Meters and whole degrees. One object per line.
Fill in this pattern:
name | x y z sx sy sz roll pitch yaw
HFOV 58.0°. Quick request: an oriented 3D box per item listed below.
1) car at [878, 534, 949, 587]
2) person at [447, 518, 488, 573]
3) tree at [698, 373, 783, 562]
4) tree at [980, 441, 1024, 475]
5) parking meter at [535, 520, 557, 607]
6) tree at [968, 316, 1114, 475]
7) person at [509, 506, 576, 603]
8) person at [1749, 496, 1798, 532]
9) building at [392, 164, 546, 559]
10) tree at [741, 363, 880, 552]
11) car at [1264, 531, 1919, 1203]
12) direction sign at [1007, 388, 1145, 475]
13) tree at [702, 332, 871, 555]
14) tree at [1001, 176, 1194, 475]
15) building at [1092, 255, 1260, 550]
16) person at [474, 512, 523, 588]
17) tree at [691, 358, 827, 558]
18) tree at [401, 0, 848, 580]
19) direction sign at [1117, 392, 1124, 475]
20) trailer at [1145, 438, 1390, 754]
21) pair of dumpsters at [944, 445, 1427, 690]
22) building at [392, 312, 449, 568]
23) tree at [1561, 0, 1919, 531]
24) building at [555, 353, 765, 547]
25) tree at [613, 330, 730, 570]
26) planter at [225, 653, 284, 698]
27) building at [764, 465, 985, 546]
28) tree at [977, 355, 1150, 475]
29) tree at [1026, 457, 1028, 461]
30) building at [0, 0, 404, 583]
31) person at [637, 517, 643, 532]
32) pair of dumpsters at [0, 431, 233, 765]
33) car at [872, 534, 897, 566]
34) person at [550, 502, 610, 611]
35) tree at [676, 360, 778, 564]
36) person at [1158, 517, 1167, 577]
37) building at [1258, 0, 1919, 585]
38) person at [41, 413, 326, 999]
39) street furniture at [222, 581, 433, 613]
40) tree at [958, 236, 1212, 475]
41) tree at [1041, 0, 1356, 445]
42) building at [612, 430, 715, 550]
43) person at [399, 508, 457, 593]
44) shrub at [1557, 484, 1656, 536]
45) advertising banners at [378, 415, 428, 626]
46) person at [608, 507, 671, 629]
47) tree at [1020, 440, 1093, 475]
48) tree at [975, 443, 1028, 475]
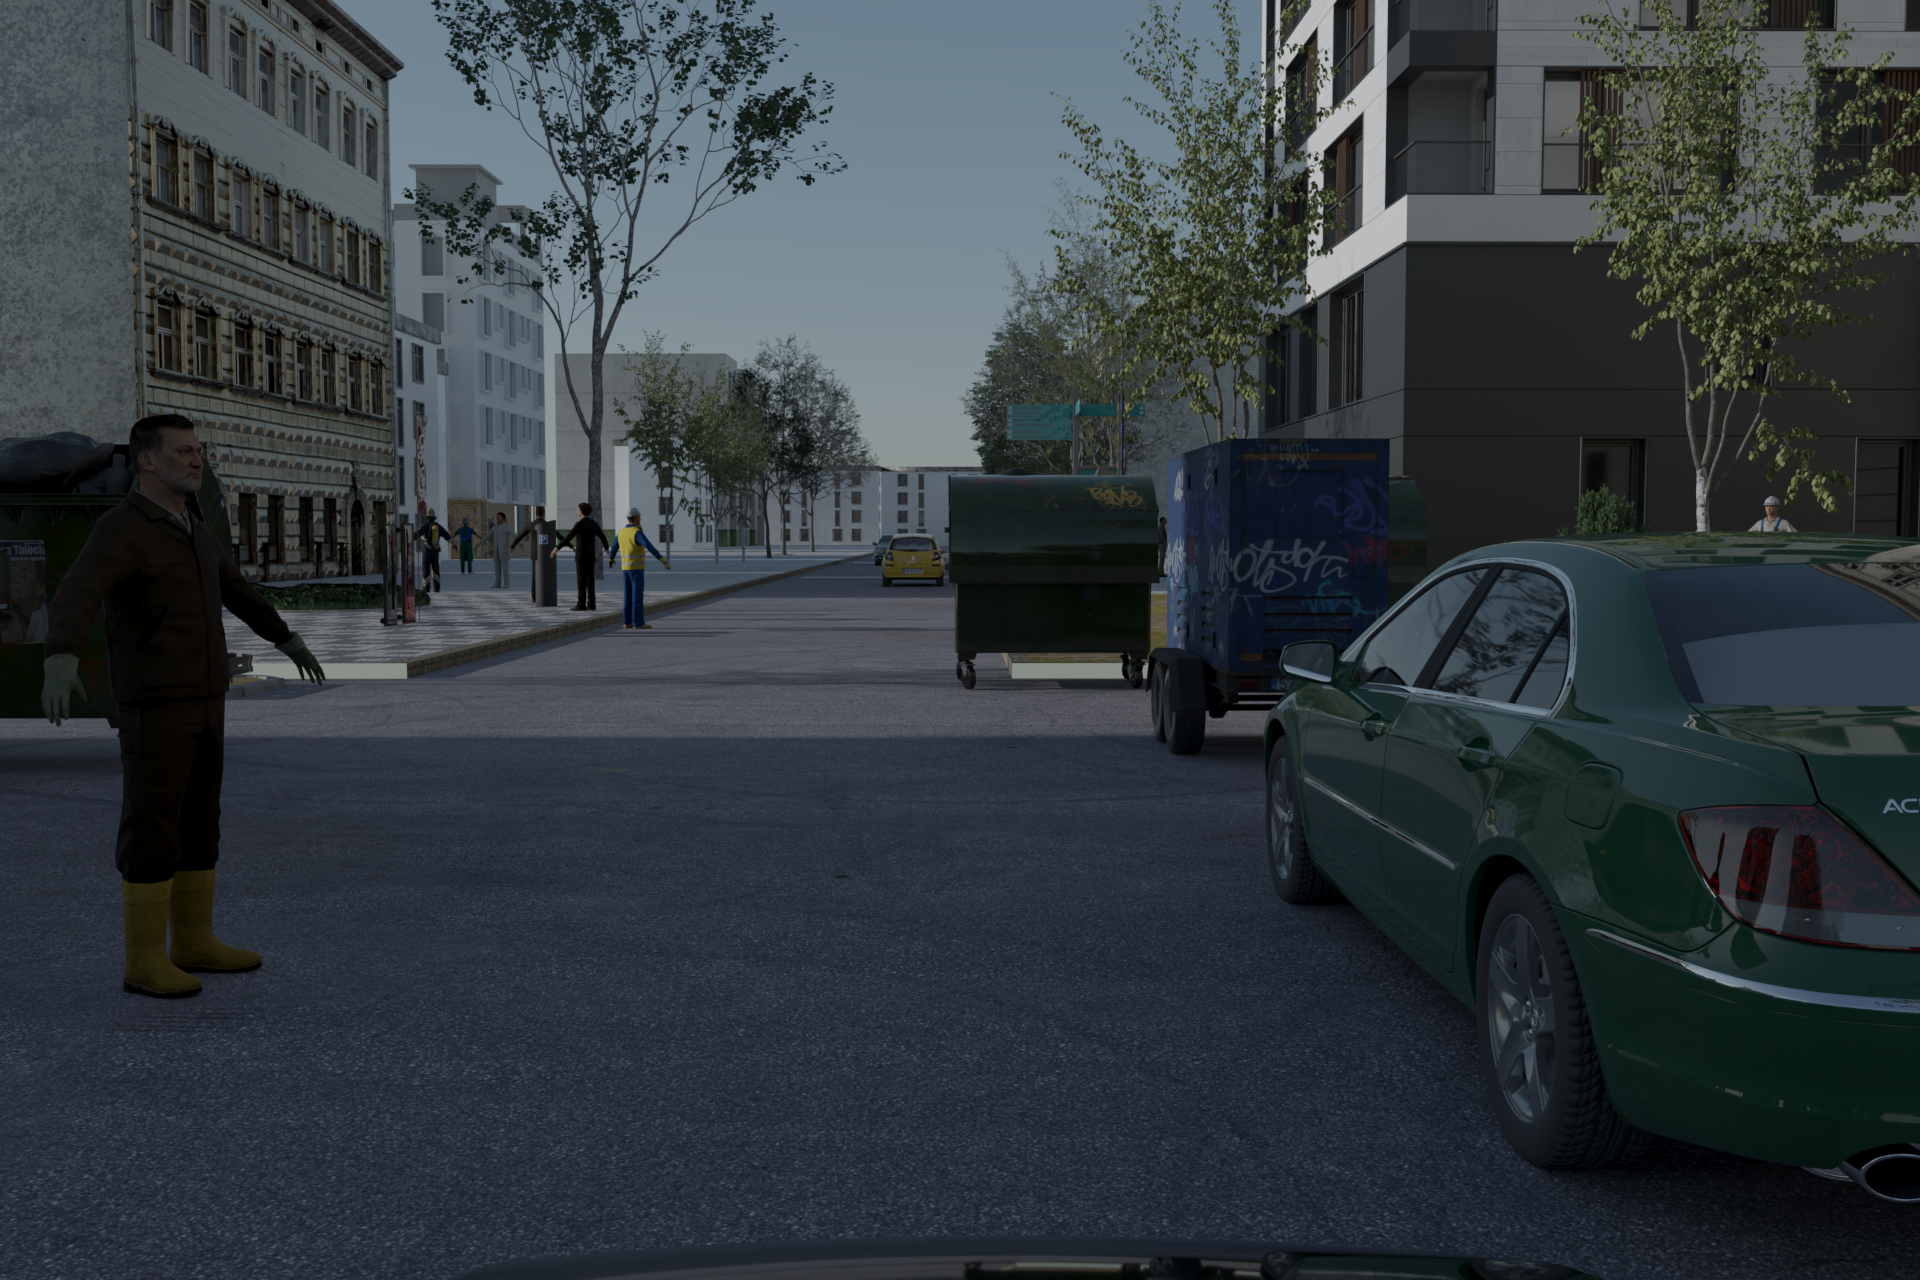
car | -1.302 -2.344 48.549 2.015 1.641 3.980 0 4 -1
person | -16.139 -3.090 56.648 1.347 1.817 0.704 0 4 4
tree | -9.914 -7.886 79.292 4.360 8.622 3.978 0 3 0
tree | 4.534 -11.549 123.243 7.601 10.594 8.767 0 4 6
parking meter | -7.324 -1.359 30.636 0.372 1.533 0.369 0 3 0
tree | 4.891 -11.811 99.764 9.857 13.997 8.962 0 3 0
person | -7.823 -1.599 32.372 1.346 1.802 0.704 1 4 9
person | 12.179 -1.235 26.044 0.705 1.847 1.347 -3 5 -42
building | -29.519 -14.289 90.045 16.016 20.090 11.380 0 4 -1
tree | -10.684 -13.031 123.427 12.009 13.543 11.850 0 3 0
car | 2.166 0.395 5.344 2.131 1.459 4.920 0 4 -1
direction sign | 2.119 -2.600 31.280 2.525 3.948 1.411 0 4 1
tree | -10.802 -11.945 105.668 12.009 13.543 11.850 0 3 0
tree | 3.352 -5.179 35.040 4.360 8.622 3.978 0 3 0
building | 20.246 -19.218 145.147 19.493 23.208 18.063 0 4 -1
person | -10.909 -2.137 41.127 1.347 1.806 0.705 1 4 20
tree | -10.534 -9.667 92.460 7.601 10.594 8.767 1 4 9
tree | -9.563 -11.828 49.285 12.611 20.169 13.585 0 3 0
direction sign | 2.600 -2.212 28.160 0.379 3.537 0.876 0 4 0
trailer | 2.050 -0.322 12.309 1.471 1.999 3.904 0 4 -1
pair of dumpsters | 2.070 -0.705 16.475 4.436 2.255 1.574 0 4 -1
building | -25.863 -7.899 71.293 9.099 9.664 28.070 0 4 0
tree | 8.719 -4.246 19.785 4.737 8.622 4.395 0 3 0
building | -31.176 -19.510 185.453 16.747 18.905 31.486 0 4 0
tree | -10.433 -6.827 61.979 4.737 8.622 4.395 0 3 0
planter | -7.308 0.333 15.699 1.991 0.319 1.994 0 4 0
building | -9.684 -16.374 212.311 28.070 9.664 9.099 0 4 1
tree | 5.046 -9.169 84.323 8.767 10.594 7.601 0 4 1
tree | 5.104 -10.161 116.495 4.360 8.622 3.978 0 3 0
building | -27.500 -13.203 46.804 19.493 23.208 18.063 0 4 -1
person | -9.382 -2.706 50.217 0.705 1.833 1.349 -1 4 -10
pair of dumpsters | -6.995 -0.354 10.735 4.436 2.255 1.574 0 4 -1
car | -2.984 -4.187 80.249 2.131 1.459 4.920 0 4 0
person | -6.283 -1.391 28.936 0.705 1.806 1.347 2 4 31
tree | -10.191 -7.534 73.540 4.737 8.622 4.395 0 3 0
person | 6.047 -2.764 51.460 0.705 1.796 1.348 0 4 7
building | 21.547 -12.387 46.507 27.936 21.610 32.646 0 4 -1
person | -2.479 0.189 5.504 0.704 1.812 1.346 1 4 11
street furniture | -14.377 -0.941 31.015 10.072 0.657 5.734 3 5 40
tree | 5.010 -9.788 70.400 12.009 13.543 11.850 0 3 0
tree | 3.357 -4.438 22.921 4.737 8.622 4.395 0 3 0
building | -26.213 -12.936 153.651 9.099 9.664 28.070 0 4 -1
person | -11.604 -1.966 37.927 1.354 1.856 0.705 -3 5 -43
shrub | 10.016 -1.406 27.033 1.661 2.075 1.752 0 3 0
advertising banners | -7.963 -1.756 24.899 0.090 3.025 2.074 0 4 1
person | -4.921 -1.090 26.250 1.349 1.833 0.705 3 4 39
tree | 4.922 -8.591 90.822 4.737 8.622 4.395 0 3 0
tree | 5.079 -10.643 108.424 8.767 10.594 7.601 0 4 3
